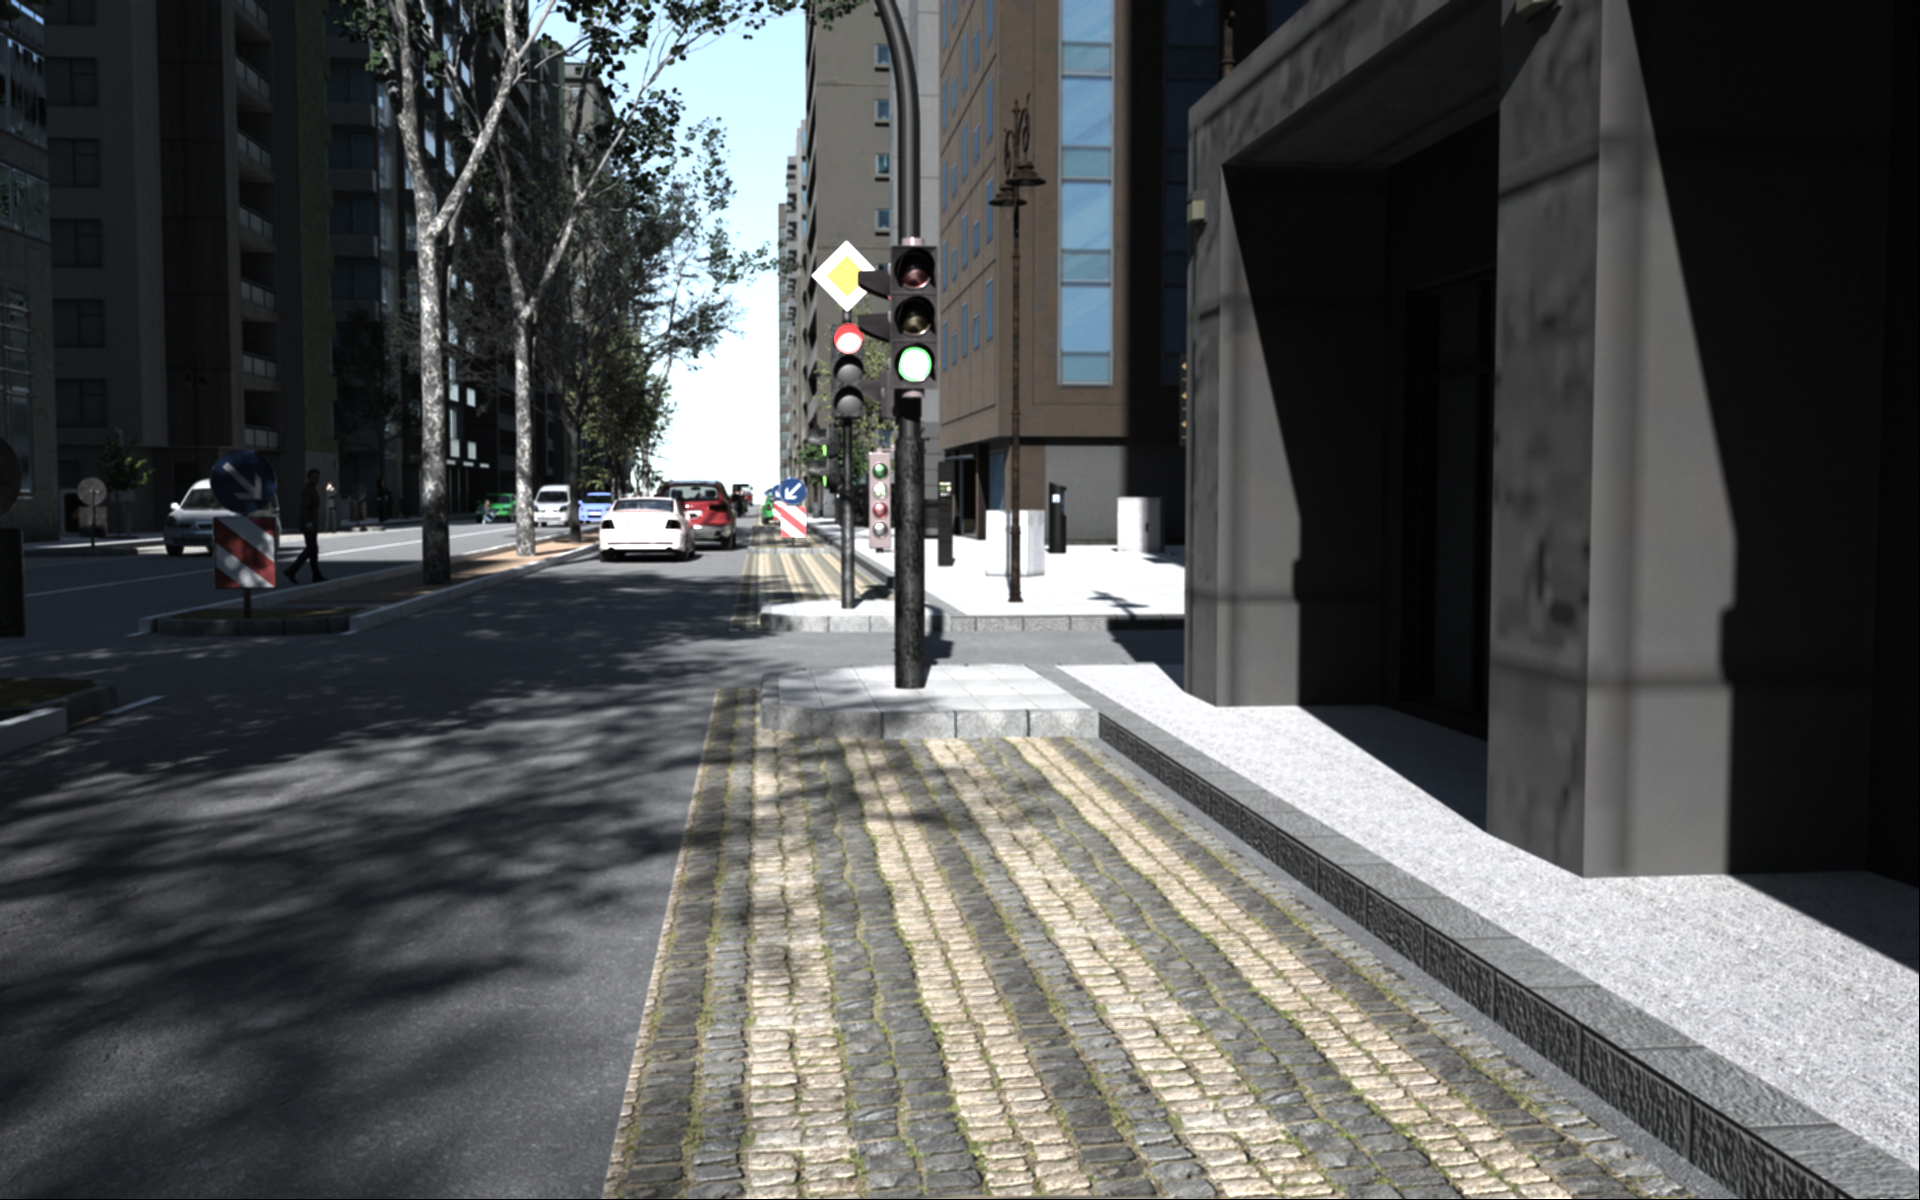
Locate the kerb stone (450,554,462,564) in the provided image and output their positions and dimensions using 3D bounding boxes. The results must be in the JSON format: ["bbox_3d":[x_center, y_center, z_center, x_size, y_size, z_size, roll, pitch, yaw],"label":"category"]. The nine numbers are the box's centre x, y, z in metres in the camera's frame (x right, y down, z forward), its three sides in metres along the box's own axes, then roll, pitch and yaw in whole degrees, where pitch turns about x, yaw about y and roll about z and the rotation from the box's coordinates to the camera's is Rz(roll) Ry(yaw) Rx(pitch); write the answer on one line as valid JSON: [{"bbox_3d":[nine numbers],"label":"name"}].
[{"bbox_3d":[-10.440,-0.822,35.630,0.120,0.150,1.000,0,4,-7],"label":"kerb stone"}]

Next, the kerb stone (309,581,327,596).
[{"bbox_3d":[-9.149,-0.133,24.434,0.120,0.150,1.000,0,4,-7],"label":"kerb stone"}]

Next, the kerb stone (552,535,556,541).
[{"bbox_3d":[-12.314,-1.821,51.962,0.120,0.150,1.000,0,4,-7],"label":"kerb stone"}]

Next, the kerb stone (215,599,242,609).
[{"bbox_3d":[-8.677,0.113,20.352,0.120,0.150,1.000,0,4,-7],"label":"kerb stone"}]

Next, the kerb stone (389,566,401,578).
[{"bbox_3d":[-9.739,-0.447,29.528,0.120,0.150,1.000,0,4,-7],"label":"kerb stone"}]

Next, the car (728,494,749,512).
[{"bbox_3d":[-17.889,-7.733,138.230,2.131,1.459,4.920,0,4,-8],"label":"car"}]

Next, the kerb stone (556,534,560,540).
[{"bbox_3d":[-12.430,-1.883,52.980,0.120,0.150,1.000,0,4,-7],"label":"kerb stone"}]

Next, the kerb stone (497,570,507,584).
[{"bbox_3d":[-7.415,-0.336,27.704,0.120,0.150,1.000,0,4,-7],"label":"kerb stone"}]

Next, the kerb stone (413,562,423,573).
[{"bbox_3d":[-9.966,-0.570,31.567,0.120,0.150,1.000,0,4,-7],"label":"kerb stone"}]

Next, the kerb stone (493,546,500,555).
[{"bbox_3d":[-11.020,-1.126,40.718,0.120,0.150,1.000,0,4,-7],"label":"kerb stone"}]

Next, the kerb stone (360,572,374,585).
[{"bbox_3d":[-9.507,-0.323,27.484,0.120,0.150,1.000,0,4,-7],"label":"kerb stone"}]

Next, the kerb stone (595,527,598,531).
[{"bbox_3d":[-13.848,-2.630,65.193,0.120,0.150,1.000,0,4,-7],"label":"kerb stone"}]

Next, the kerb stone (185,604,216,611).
[{"bbox_3d":[-8.558,0.175,19.336,0.120,0.150,1.000,0,4,-7],"label":"kerb stone"}]

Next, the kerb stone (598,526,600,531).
[{"bbox_3d":[-13.964,-2.692,66.209,0.120,0.150,1.000,0,4,-7],"label":"kerb stone"}]

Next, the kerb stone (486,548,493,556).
[{"bbox_3d":[-10.908,-1.062,39.702,0.120,0.150,1.000,0,4,-7],"label":"kerb stone"}]

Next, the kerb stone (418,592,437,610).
[{"bbox_3d":[-6.710,0.037,21.595,0.120,0.150,1.000,0,4,-7],"label":"kerb stone"}]

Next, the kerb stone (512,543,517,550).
[{"bbox_3d":[-11.378,-1.321,43.796,0.120,0.150,1.000,0,4,-7],"label":"kerb stone"}]

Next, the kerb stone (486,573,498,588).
[{"bbox_3d":[-7.291,-0.275,26.685,0.120,0.150,1.000,0,4,-7],"label":"kerb stone"}]

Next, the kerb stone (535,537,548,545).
[{"bbox_3d":[-12.085,-1.694,49.927,0.120,0.150,1.000,0,4,-7],"label":"kerb stone"}]

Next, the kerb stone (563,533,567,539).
[{"bbox_3d":[-12.672,-2.007,55.010,0.120,0.150,1.000,0,4,-7],"label":"kerb stone"}]

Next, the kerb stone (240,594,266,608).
[{"bbox_3d":[-8.799,0.052,21.370,0.120,0.150,1.000,0,4,-7],"label":"kerb stone"}]

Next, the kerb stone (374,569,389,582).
[{"bbox_3d":[-9.616,-0.383,28.501,0.120,0.150,1.000,0,4,-7],"label":"kerb stone"}]

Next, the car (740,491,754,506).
[{"bbox_3d":[-25.420,-11.929,203.711,2.281,1.827,5.304,0,4,-6],"label":"car"}]

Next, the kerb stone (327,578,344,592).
[{"bbox_3d":[-9.275,-0.199,25.448,0.120,0.150,1.000,0,4,-7],"label":"kerb stone"}]

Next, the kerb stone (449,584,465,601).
[{"bbox_3d":[-6.942,-0.088,23.632,0.120,0.150,1.000,0,4,-7],"label":"kerb stone"}]

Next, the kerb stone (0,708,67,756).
[{"bbox_3d":[-5.363,0.753,9.892,0.120,0.150,1.000,0,4,-7],"label":"kerb stone"}]

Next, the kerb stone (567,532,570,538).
[{"bbox_3d":[-12.789,-2.064,56.026,0.120,0.150,1.000,0,4,-7],"label":"kerb stone"}]

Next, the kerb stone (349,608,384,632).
[{"bbox_3d":[-6.361,0.224,18.541,0.120,0.150,1.000,0,4,-7],"label":"kerb stone"}]

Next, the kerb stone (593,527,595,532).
[{"bbox_3d":[-13.728,-2.568,64.179,0.120,0.150,1.000,0,4,-7],"label":"kerb stone"}]

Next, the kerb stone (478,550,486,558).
[{"bbox_3d":[-10.791,-1.008,38.678,0.120,0.150,1.000,0,4,-7],"label":"kerb stone"}]

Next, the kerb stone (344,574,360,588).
[{"bbox_3d":[-9.384,-0.261,26.464,0.120,0.150,1.000,0,4,-7],"label":"kerb stone"}]

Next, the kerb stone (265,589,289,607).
[{"bbox_3d":[-8.911,-0.012,22.392,0.120,0.150,1.000,0,4,-7],"label":"kerb stone"}]

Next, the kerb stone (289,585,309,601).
[{"bbox_3d":[-9.033,-0.074,23.412,0.120,0.150,1.000,0,4,-7],"label":"kerb stone"}]

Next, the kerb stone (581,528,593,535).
[{"bbox_3d":[-13.602,-2.505,63.157,0.120,0.150,1.000,0,4,-7],"label":"kerb stone"}]

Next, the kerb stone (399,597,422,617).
[{"bbox_3d":[-6.586,0.099,20.573,0.120,0.150,1.000,0,4,-7],"label":"kerb stone"}]

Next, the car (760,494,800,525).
[{"bbox_3d":[-8.478,-4.476,81.979,1.959,1.807,4.718,-1,4,-8],"label":"car"}]

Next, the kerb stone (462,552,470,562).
[{"bbox_3d":[-10.560,-0.877,36.648,0.120,0.150,1.000,0,4,-7],"label":"kerb stone"}]

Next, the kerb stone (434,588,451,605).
[{"bbox_3d":[-6.835,-0.026,22.613,0.120,0.150,1.000,0,4,-7],"label":"kerb stone"}]

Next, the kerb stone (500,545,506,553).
[{"bbox_3d":[-11.141,-1.195,41.739,0.120,0.150,1.000,0,4,-7],"label":"kerb stone"}]

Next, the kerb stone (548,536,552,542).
[{"bbox_3d":[-12.201,-1.750,50.947,0.120,0.150,1.000,0,4,-7],"label":"kerb stone"}]

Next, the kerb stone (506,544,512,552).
[{"bbox_3d":[-11.268,-1.258,42.769,0.120,0.150,1.000,0,4,-7],"label":"kerb stone"}]

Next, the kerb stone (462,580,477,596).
[{"bbox_3d":[-7.062,-0.150,24.652,0.120,0.150,1.000,0,4,-7],"label":"kerb stone"}]

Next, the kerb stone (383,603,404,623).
[{"bbox_3d":[-6.476,0.166,19.557,0.120,0.150,1.000,0,4,-7],"label":"kerb stone"}]

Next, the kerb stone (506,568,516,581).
[{"bbox_3d":[-7.533,-0.400,28.729,0.120,0.150,1.000,0,4,-7],"label":"kerb stone"}]

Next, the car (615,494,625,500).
[{"bbox_3d":[-30.987,-8.926,156.159,2.015,1.641,3.980,0,4,-5],"label":"car"}]

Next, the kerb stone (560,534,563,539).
[{"bbox_3d":[-12.559,-1.943,53.994,0.120,0.150,1.000,0,4,-7],"label":"kerb stone"}]

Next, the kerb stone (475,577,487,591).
[{"bbox_3d":[-7.183,-0.212,25.668,0.120,0.150,1.000,0,4,-7],"label":"kerb stone"}]

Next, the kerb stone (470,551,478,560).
[{"bbox_3d":[-10.676,-0.946,37.662,0.120,0.150,1.000,0,4,-7],"label":"kerb stone"}]

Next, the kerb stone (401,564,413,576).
[{"bbox_3d":[-9.849,-0.511,30.551,0.120,0.150,1.000,0,4,-7],"label":"kerb stone"}]

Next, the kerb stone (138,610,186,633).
[{"bbox_3d":[-8.446,0.237,18.315,0.120,0.150,1.000,0,4,-7],"label":"kerb stone"}]
